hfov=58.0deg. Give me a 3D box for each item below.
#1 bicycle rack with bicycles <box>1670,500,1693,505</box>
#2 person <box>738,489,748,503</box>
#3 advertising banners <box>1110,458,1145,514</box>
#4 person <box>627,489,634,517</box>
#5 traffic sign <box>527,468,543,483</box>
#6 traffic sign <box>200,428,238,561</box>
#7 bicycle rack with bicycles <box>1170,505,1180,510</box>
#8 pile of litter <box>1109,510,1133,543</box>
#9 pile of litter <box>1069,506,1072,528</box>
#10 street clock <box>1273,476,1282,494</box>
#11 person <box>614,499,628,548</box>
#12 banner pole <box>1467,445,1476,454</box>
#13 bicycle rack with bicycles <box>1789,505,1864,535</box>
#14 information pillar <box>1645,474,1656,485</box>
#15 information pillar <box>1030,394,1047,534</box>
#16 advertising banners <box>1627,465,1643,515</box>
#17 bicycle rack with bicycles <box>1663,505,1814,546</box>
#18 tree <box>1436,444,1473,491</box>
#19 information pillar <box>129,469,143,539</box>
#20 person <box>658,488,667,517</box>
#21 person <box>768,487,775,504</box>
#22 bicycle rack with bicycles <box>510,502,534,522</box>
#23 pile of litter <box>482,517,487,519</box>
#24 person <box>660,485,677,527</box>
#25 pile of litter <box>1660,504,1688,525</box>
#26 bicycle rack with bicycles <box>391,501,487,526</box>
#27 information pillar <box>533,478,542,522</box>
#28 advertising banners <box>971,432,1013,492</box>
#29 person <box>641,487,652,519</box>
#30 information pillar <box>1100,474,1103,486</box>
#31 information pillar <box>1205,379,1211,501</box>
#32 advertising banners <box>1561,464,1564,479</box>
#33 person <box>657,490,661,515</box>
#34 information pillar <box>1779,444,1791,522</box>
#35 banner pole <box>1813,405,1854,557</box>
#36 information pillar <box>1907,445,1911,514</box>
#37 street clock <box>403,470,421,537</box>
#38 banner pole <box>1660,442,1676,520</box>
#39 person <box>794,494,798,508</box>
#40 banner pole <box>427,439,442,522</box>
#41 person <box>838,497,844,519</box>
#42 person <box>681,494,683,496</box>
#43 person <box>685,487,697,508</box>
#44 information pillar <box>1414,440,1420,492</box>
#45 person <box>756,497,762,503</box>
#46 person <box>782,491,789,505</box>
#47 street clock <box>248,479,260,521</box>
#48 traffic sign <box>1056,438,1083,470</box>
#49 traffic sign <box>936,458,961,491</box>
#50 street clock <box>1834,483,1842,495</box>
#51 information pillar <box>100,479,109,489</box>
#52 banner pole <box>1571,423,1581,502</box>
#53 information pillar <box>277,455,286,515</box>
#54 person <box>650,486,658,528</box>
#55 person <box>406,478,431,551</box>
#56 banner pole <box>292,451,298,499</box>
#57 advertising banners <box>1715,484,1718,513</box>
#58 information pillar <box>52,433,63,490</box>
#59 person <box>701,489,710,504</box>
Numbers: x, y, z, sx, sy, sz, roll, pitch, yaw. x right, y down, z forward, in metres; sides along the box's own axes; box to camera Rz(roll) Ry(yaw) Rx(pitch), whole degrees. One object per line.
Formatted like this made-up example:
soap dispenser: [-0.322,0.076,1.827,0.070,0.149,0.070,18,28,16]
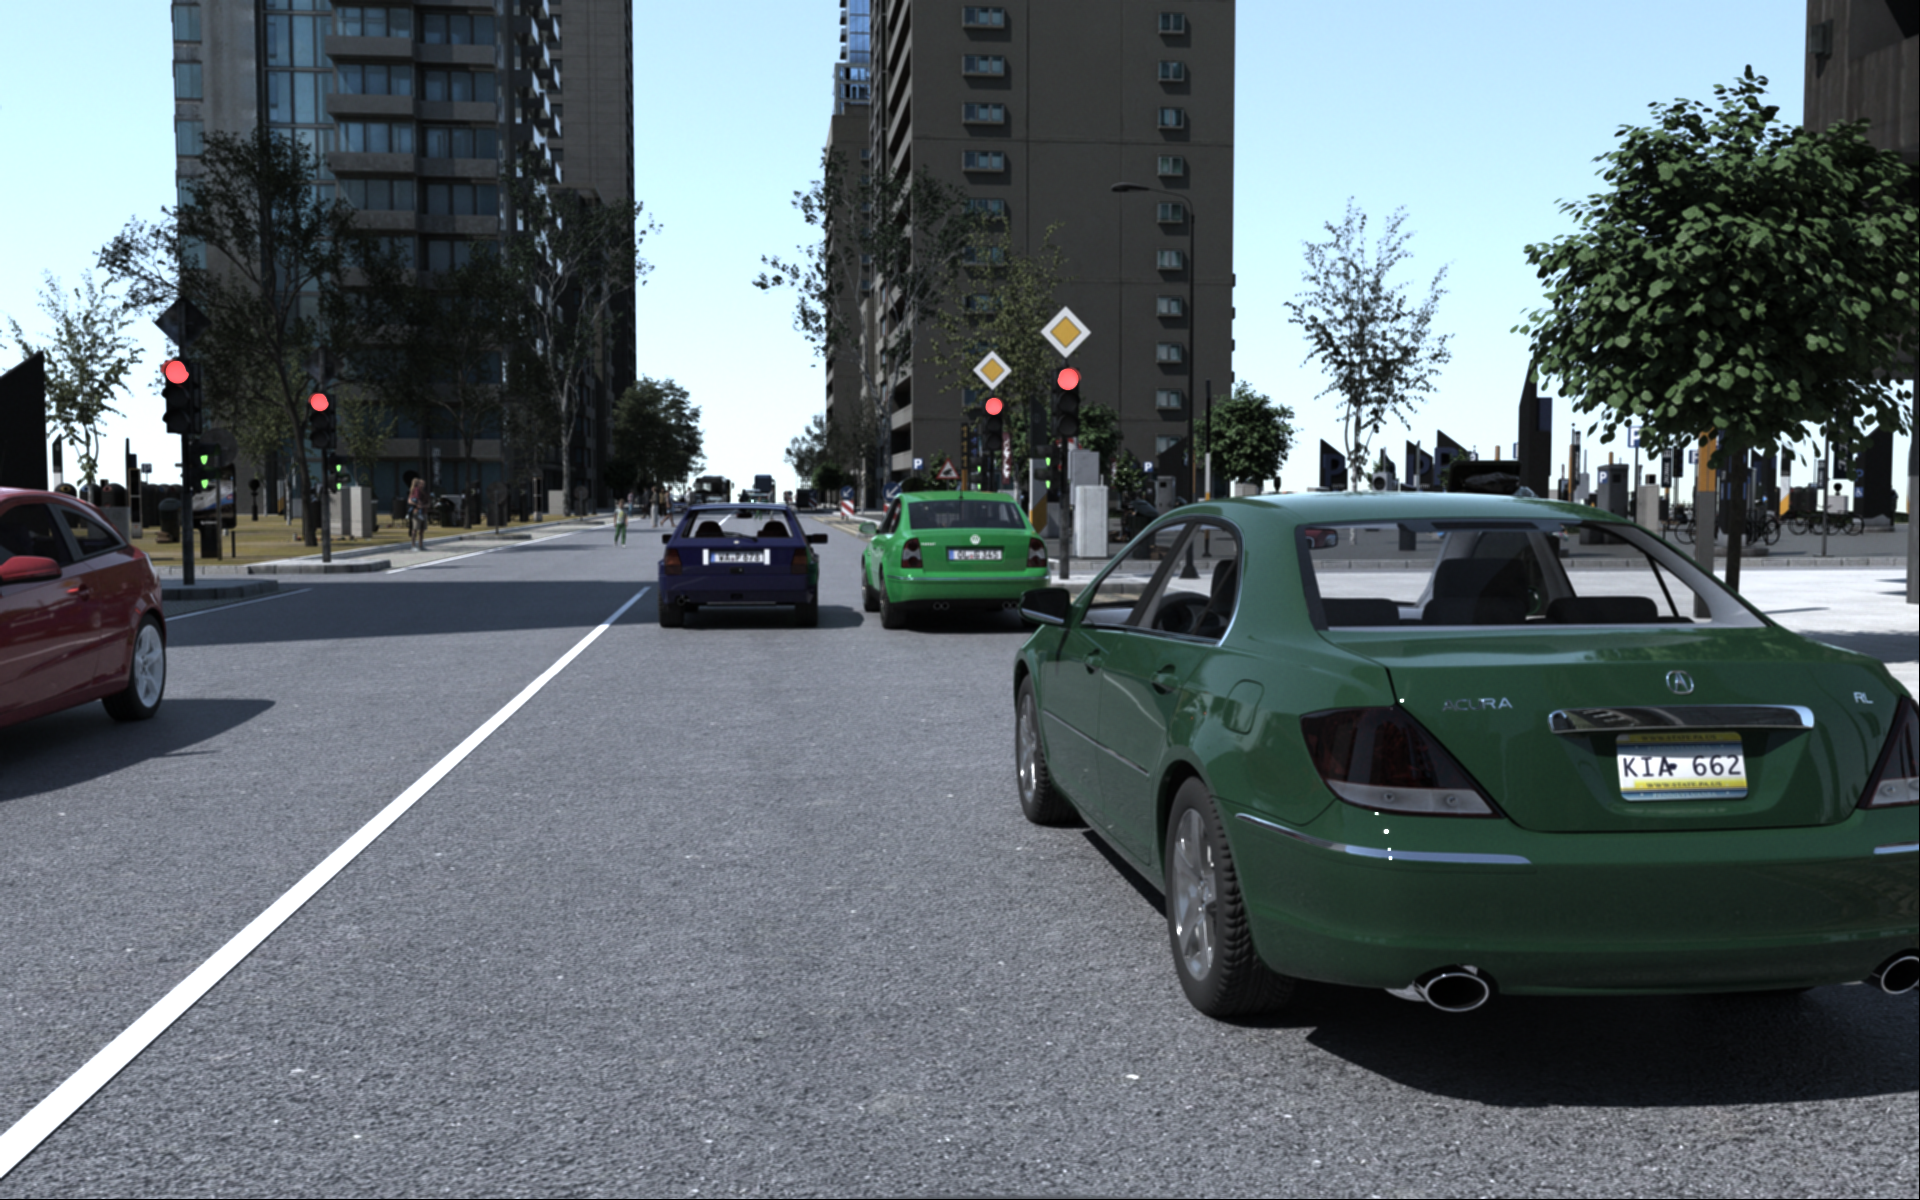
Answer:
bicycle rack with bicycles: [46.596,-5.968,110.954,2.925,0.926,2.852,1,4,16]
person: [-16.874,-7.744,135.107,0.705,1.826,1.348,1,4,23]
advertising banners: [8.153,-5.322,83.208,2.074,3.025,0.090,0,4,-1]
person: [-20.417,-5.995,107.351,0.643,1.720,0.563,-2,4,-35]
traffic sign: [-20.435,-5.092,83.364,0.768,2.556,0.104,0,4,-2]
traffic sign: [-14.290,-2.034,33.366,0.768,2.556,0.104,0,4,-3]
bicycle rack with bicycles: [8.331,-2.785,58.922,2.852,0.926,2.925,0,4,2]
pile of litter: [4.264,-1.978,46.298,1.176,0.858,1.719,3,5,41]
pile of litter: [4.437,-3.169,65.784,1.176,0.858,1.719,-1,4,-19]
street clock: [12.973,-4.054,70.852,0.358,2.002,0.471,1,4,19]
person: [-9.122,-2.066,46.525,0.306,1.304,0.590,-2,4,-35]
banner pole: [26.128,-6.032,88.645,0.863,3.779,0.401,-2,4,-25]
bicycle rack with bicycles: [27.337,-2.542,54.944,2.852,0.926,2.925,-2,4,-30]
information pillar: [25.500,-3.639,63.989,0.304,2.012,0.304,0,4,5]
information pillar: [1.830,-3.017,40.682,0.504,3.616,0.183,-3,4,-39]
advertising banners: [39.914,-6.513,102.675,2.074,3.025,0.090,-3,5,-39]
bicycle rack with bicycles: [19.307,-1.860,43.786,2.925,0.926,2.852,0,4,-5]
tree: [19.485,-4.481,67.872,1.663,3.219,1.824,0,3,0]
information pillar: [-23.741,-2.776,49.884,0.304,2.012,0.304,-1,4,-22]
person: [-18.806,-6.182,109.664,1.348,1.812,0.705,0,4,4]
person: [-10.235,-5.244,94.335,0.391,1.810,0.635,0,4,2]
bicycle rack with bicycles: [-21.450,-4.176,81.657,2.925,0.926,2.852,-1,4,-14]
pile of litter: [-24.296,-4.684,90.550,1.176,0.858,1.719,-3,5,-39]
person: [-12.740,-4.103,75.677,0.778,1.811,0.616,1,4,9]
pile of litter: [30.218,-3.638,73.441,1.719,0.858,1.176,-2,4,-35]
bicycle rack with bicycles: [-21.601,-3.527,71.042,2.925,0.926,2.852,1,4,21]
information pillar: [-19.520,-4.624,80.101,0.304,2.012,0.304,-2,4,-35]
advertising banners: [0.884,-3.248,49.292,0.090,3.025,2.074,-2,4,-35]
person: [-18.114,-5.608,100.158,0.822,1.834,0.622,-3,4,-36]
information pillar: [5.984,-5.000,73.106,0.183,3.616,0.504,0,4,1]
information pillar: [5.030,-2.680,35.173,0.183,3.616,0.504,0,4,7]
advertising banners: [34.844,-6.397,100.781,0.090,3.025,2.074,0,4,4]
person: [-20.916,-6.797,120.355,0.721,1.735,1.217,3,5,43]
information pillar: [38.367,-5.454,80.524,0.183,3.616,0.504,-2,4,-25]
banner pole: [17.975,-2.783,35.525,0.863,3.779,0.401,-1,4,-13]
information pillar: [44.292,-5.470,80.792,0.183,3.616,0.504,1,4,18]
street clock: [-16.466,-2.905,52.059,0.471,2.002,0.358,0,4,-4]
banner pole: [33.738,-5.644,82.299,0.863,3.779,0.401,1,4,13]
person: [-16.667,-10.289,177.657,0.756,1.711,0.436,-3,4,-36]
banner pole: [-24.017,-5.445,79.044,0.401,3.779,0.863,3,5,41]
person: [-6.630,-5.175,97.376,0.475,1.303,0.640,-2,4,-23]
person: [-31.503,-11.301,196.499,0.991,1.433,0.599,1,4,11]
person: [-15.179,-5.455,97.782,0.679,1.850,0.850,-1,4,-17]
information pillar: [19.758,-5.109,74.895,0.183,3.616,0.504,2,4,35]
person: [-10.415,-4.698,89.567,0.590,1.304,0.306,2,4,35]
person: [-18.157,-10.458,180.012,0.750,1.759,0.617,0,4,-1]
street clock: [-33.797,-4.796,82.981,0.358,2.002,0.471,2,4,33]
traffic sign: [2.372,-2.357,38.636,0.768,2.556,0.104,0,4,2]
traffic sign: [-0.422,-3.755,61.399,0.884,2.594,0.081,0,4,1]
street clock: [58.211,-6.747,114.887,0.358,2.002,0.471,-1,4,-21]
information pillar: [-42.186,-4.950,85.430,0.304,2.012,0.304,0,4,-8]
banner pole: [21.533,-4.320,60.642,0.401,3.779,0.863,0,4,-4]
information pillar: [-40.891,-6.915,104.420,0.504,3.616,0.183,-3,5,-40]
person: [-13.064,-3.968,73.927,0.362,1.759,0.519,0,4,3]
person: [-13.539,-2.129,43.291,0.573,1.828,0.580,0,4,-5]
banner pole: [-38.998,-6.824,101.588,0.401,3.779,0.863,-3,5,-43]
advertising banners: [32.428,-4.774,74.247,0.090,3.025,2.074,2,4,26]
information pillar: [-34.838,-4.622,66.920,0.504,3.616,0.183,2,4,27]
person: [-20.258,-7.885,137.424,0.705,1.824,1.348,1,4,20]
